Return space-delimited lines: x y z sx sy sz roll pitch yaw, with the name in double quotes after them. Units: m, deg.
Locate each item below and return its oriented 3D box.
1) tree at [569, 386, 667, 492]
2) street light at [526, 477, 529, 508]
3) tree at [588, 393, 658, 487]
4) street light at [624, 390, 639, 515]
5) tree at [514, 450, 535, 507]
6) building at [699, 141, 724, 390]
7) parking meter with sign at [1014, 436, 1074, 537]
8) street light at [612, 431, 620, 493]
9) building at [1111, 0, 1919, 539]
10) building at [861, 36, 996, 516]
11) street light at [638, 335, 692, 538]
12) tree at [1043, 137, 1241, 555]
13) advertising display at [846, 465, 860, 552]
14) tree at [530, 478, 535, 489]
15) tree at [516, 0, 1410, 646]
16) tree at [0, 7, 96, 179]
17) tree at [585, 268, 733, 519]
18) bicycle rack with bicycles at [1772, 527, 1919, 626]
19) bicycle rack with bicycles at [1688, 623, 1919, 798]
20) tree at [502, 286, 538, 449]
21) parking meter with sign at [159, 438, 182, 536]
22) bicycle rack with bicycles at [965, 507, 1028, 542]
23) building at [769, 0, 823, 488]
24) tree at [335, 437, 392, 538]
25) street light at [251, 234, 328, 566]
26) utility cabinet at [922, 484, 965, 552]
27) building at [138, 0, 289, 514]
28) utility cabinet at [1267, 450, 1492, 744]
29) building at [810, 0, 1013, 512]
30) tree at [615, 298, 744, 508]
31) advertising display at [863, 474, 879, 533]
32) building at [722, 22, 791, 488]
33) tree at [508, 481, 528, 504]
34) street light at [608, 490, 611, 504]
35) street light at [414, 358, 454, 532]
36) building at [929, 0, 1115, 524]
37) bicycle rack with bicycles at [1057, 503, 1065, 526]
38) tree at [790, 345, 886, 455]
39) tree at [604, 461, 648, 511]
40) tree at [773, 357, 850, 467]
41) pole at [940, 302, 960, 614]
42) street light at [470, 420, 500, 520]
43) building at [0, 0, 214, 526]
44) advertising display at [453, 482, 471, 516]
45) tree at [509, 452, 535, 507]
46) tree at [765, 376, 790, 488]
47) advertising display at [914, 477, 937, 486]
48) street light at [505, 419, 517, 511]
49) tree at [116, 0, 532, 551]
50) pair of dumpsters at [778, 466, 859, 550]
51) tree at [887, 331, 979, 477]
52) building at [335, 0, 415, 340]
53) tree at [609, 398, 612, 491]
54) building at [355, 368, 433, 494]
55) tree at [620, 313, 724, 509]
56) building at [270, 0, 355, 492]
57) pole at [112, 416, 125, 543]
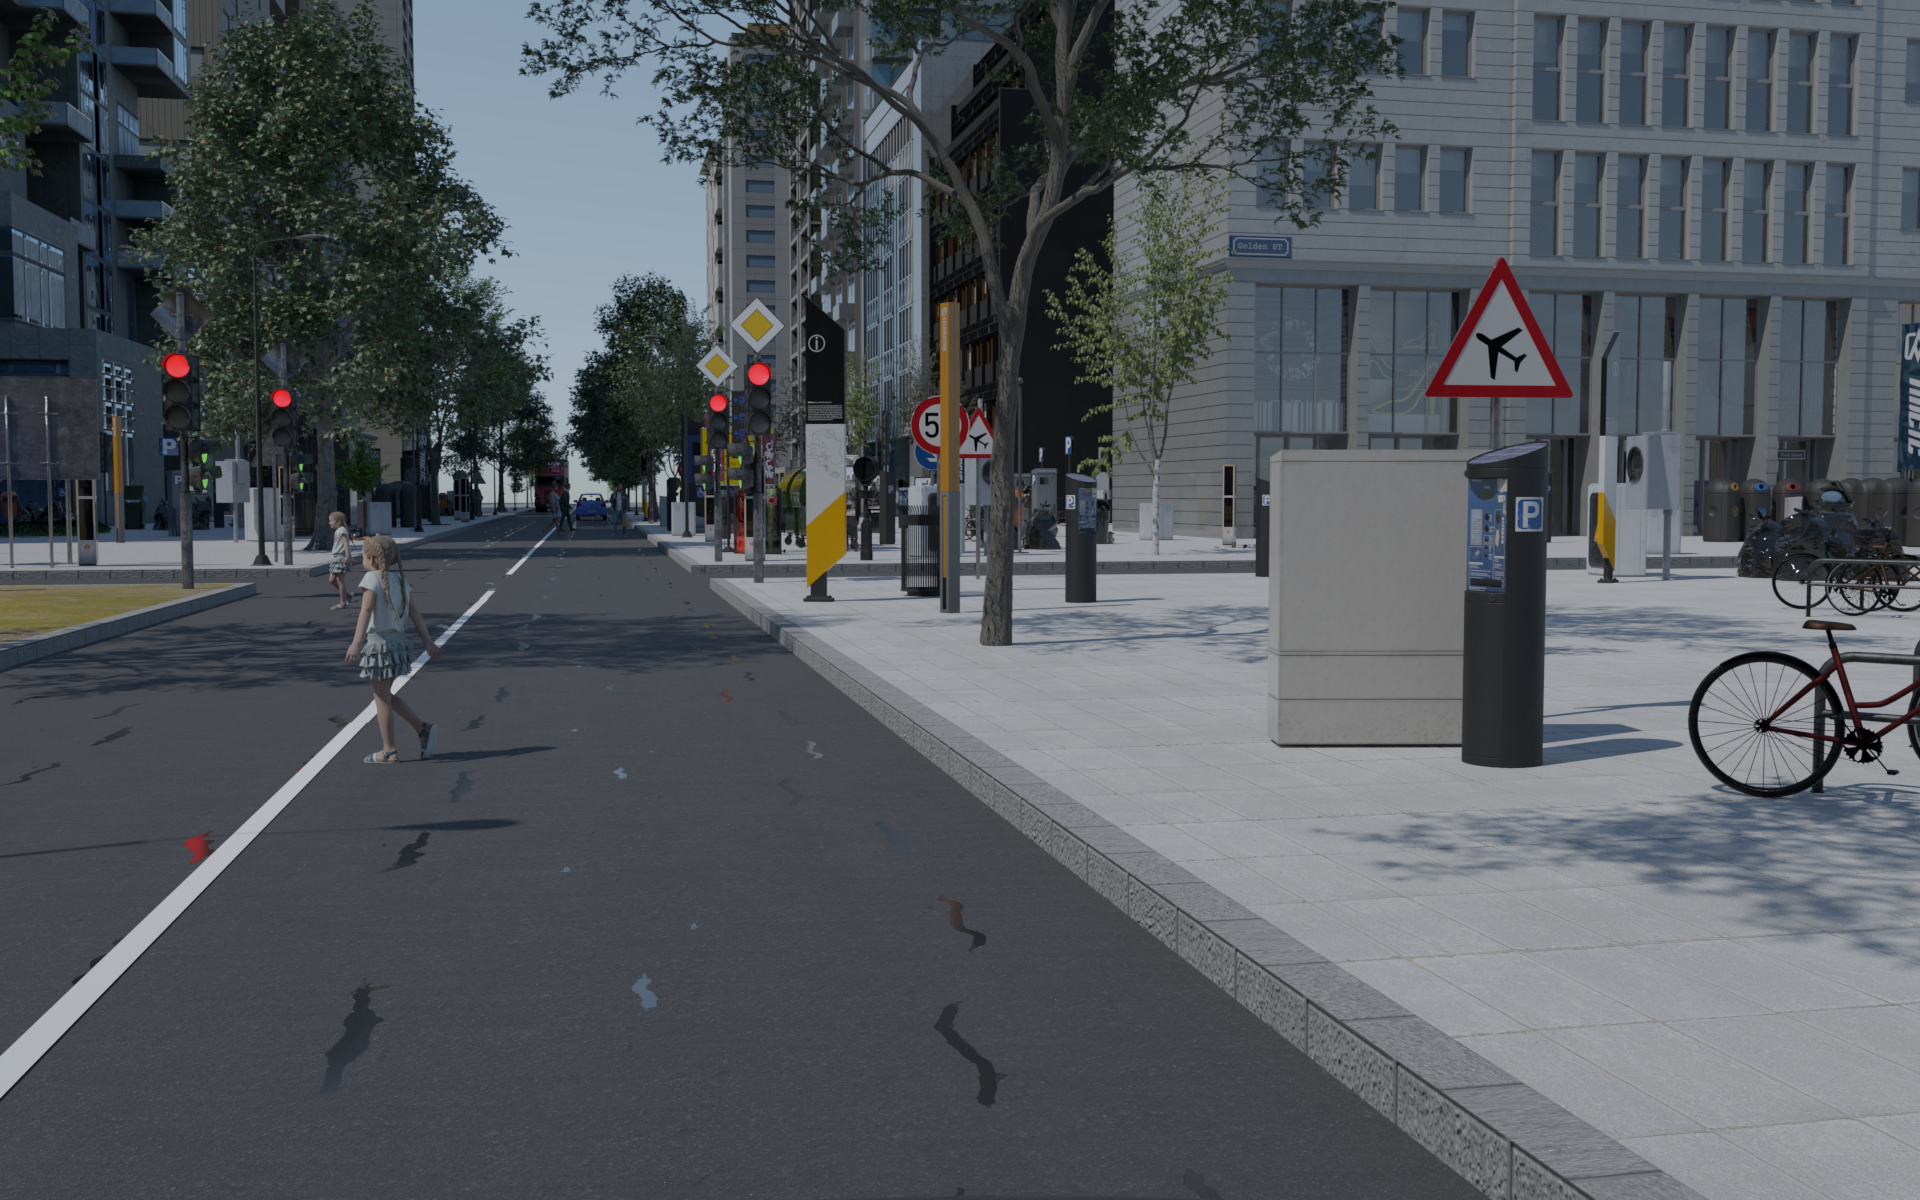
-31.293 -15.490 159.916 9.857 13.997 8.962 0 3 0 "tree"
-33.834 -9.855 133.664 1.470 5.913 1.316 -1 4 -12 "street light"
-39.110 -17.085 197.473 7.486 12.596 7.792 0 3 0 "tree"
-14.347 -6.442 77.875 1.470 5.913 1.316 -1 4 -12 "street light"
-42.688 -13.542 171.768 4.737 8.622 4.395 0 3 0 "tree"
-22.757 -40.670 254.189 28.713 52.752 27.495 -1 4 -12 "building"
2.514 -3.413 52.069 1.738 3.016 0.543 -1 4 -17 "parking meter with sign"
-20.232 -8.114 105.208 1.470 5.913 1.316 -1 4 -12 "street light"
20.833 -17.084 56.815 29.804 29.767 11.434 -1 4 -12 "building"
1.790 -17.297 100.832 12.078 24.808 19.932 -1 4 -12 "building"
-8.588 -4.789 50.848 1.470 5.913 1.316 -1 4 -12 "street light"
4.025 -5.255 36.285 4.737 8.622 4.395 0 3 0 "tree"
-2.658 -2.044 38.634 0.974 1.923 0.123 2 4 35 "advertising display"
-53.323 -14.582 222.129 4.285 4.588 4.351 0 3 0 "tree"
0.261 -4.871 14.060 8.767 10.594 7.601 0 4 4 "tree"
-9.826 -5.349 13.212 9.928 11.665 9.643 0 3 0 "tree"
-15.800 -10.460 88.025 9.611 12.733 9.660 0 3 0 "tree"
10.079 -0.301 18.297 2.925 0.926 2.852 3 5 45 "bicycle rack with bicycles"
4.961 0.372 7.305 2.925 0.926 2.852 3 5 42 "bicycle rack with bicycles"
-21.622 -8.892 71.145 9.928 11.665 9.643 0 3 0 "tree"
-24.040 -3.475 53.085 0.543 3.016 1.738 -3 4 -36 "parking meter with sign"
0.170 -2.080 47.395 2.925 0.926 2.852 1 4 23 "bicycle rack with bicycles"
-6.609 -44.114 159.522 20.563 71.187 20.611 -1 4 -12 "building"
-17.817 -3.475 51.418 1.663 3.219 1.824 0 3 0 "tree"
-11.999 -3.577 31.020 1.470 5.913 1.316 -1 4 -12 "street light"
-0.377 -1.782 37.820 0.318 1.500 1.173 -3 4 -38 "utility cabinet"
-59.148 -31.924 111.203 28.713 52.752 27.495 -1 4 -12 "building"
2.188 -0.011 8.854 1.173 1.500 0.318 0 4 -1 "utility cabinet"
0.390 -31.539 135.263 23.786 49.044 30.456 -1 4 -12 "building"
-10.224 -6.952 64.027 4.737 8.622 4.395 0 3 0 "tree"
-2.757 -3.152 56.751 0.974 1.923 0.123 3 4 36 "advertising display"
-20.292 -41.812 225.624 21.231 58.520 28.212 -1 4 -12 "building"
-39.969 -9.877 156.093 1.663 3.219 1.824 0 3 0 "tree"
-24.742 -9.403 126.276 1.470 5.913 1.316 -1 4 -12 "street light"
-17.729 -5.252 58.419 1.470 5.913 1.316 -1 4 -12 "street light"
6.077 -15.503 83.144 12.332 23.373 15.834 -1 4 -12 "building"
3.830 -3.406 69.077 2.925 0.926 2.852 -1 4 -18 "bicycle rack with bicycles"
-5.453 -8.260 85.418 4.737 8.622 4.395 0 3 0 "tree"
-25.851 -9.204 134.206 4.285 4.588 4.351 0 3 0 "tree"
-8.241 -8.811 94.429 4.360 8.622 3.978 0 3 0 "tree"
-0.107 -1.513 18.586 0.158 3.312 0.155 0 3 0 "pole"
-23.472 -6.887 85.139 1.470 5.913 1.316 -1 4 -12 "street light"
-47.787 -46.811 78.032 22.319 86.520 31.000 -1 4 -12 "building"
-26.461 -5.318 92.162 0.974 1.923 0.123 -2 4 -32 "advertising display"
-44.410 -13.934 178.188 4.360 8.622 3.978 0 3 0 "tree"
-12.227 -9.524 106.080 4.737 8.622 4.395 0 3 0 "tree"
-1.288 -3.639 64.710 0.974 1.923 0.123 3 4 36 "advertising display"
-28.075 -8.194 106.507 1.470 5.913 1.316 -1 4 -12 "street light"
-14.531 -7.492 39.507 9.611 12.733 9.660 0 3 0 "tree"
-3.362 -2.387 41.525 1.574 2.255 4.437 -1 4 -12 "pair of dumpsters"
-1.431 -7.788 77.696 4.360 8.622 3.978 0 3 0 "tree"
-81.367 -48.526 231.649 20.563 71.187 20.611 -1 4 -12 "building"
-18.490 -9.204 100.850 4.737 8.622 4.395 0 3 0 "tree"
-79.148 -22.222 208.373 27.650 21.520 28.899 -1 4 -12 "building"
-11.722 -7.378 70.993 4.360 8.622 3.978 0 3 0 "tree"
-60.170 -30.450 147.974 14.600 45.320 14.200 -1 4 -12 "building"
-22.050 -3.152 45.385 0.158 3.312 0.155 0 3 0 "pole"
